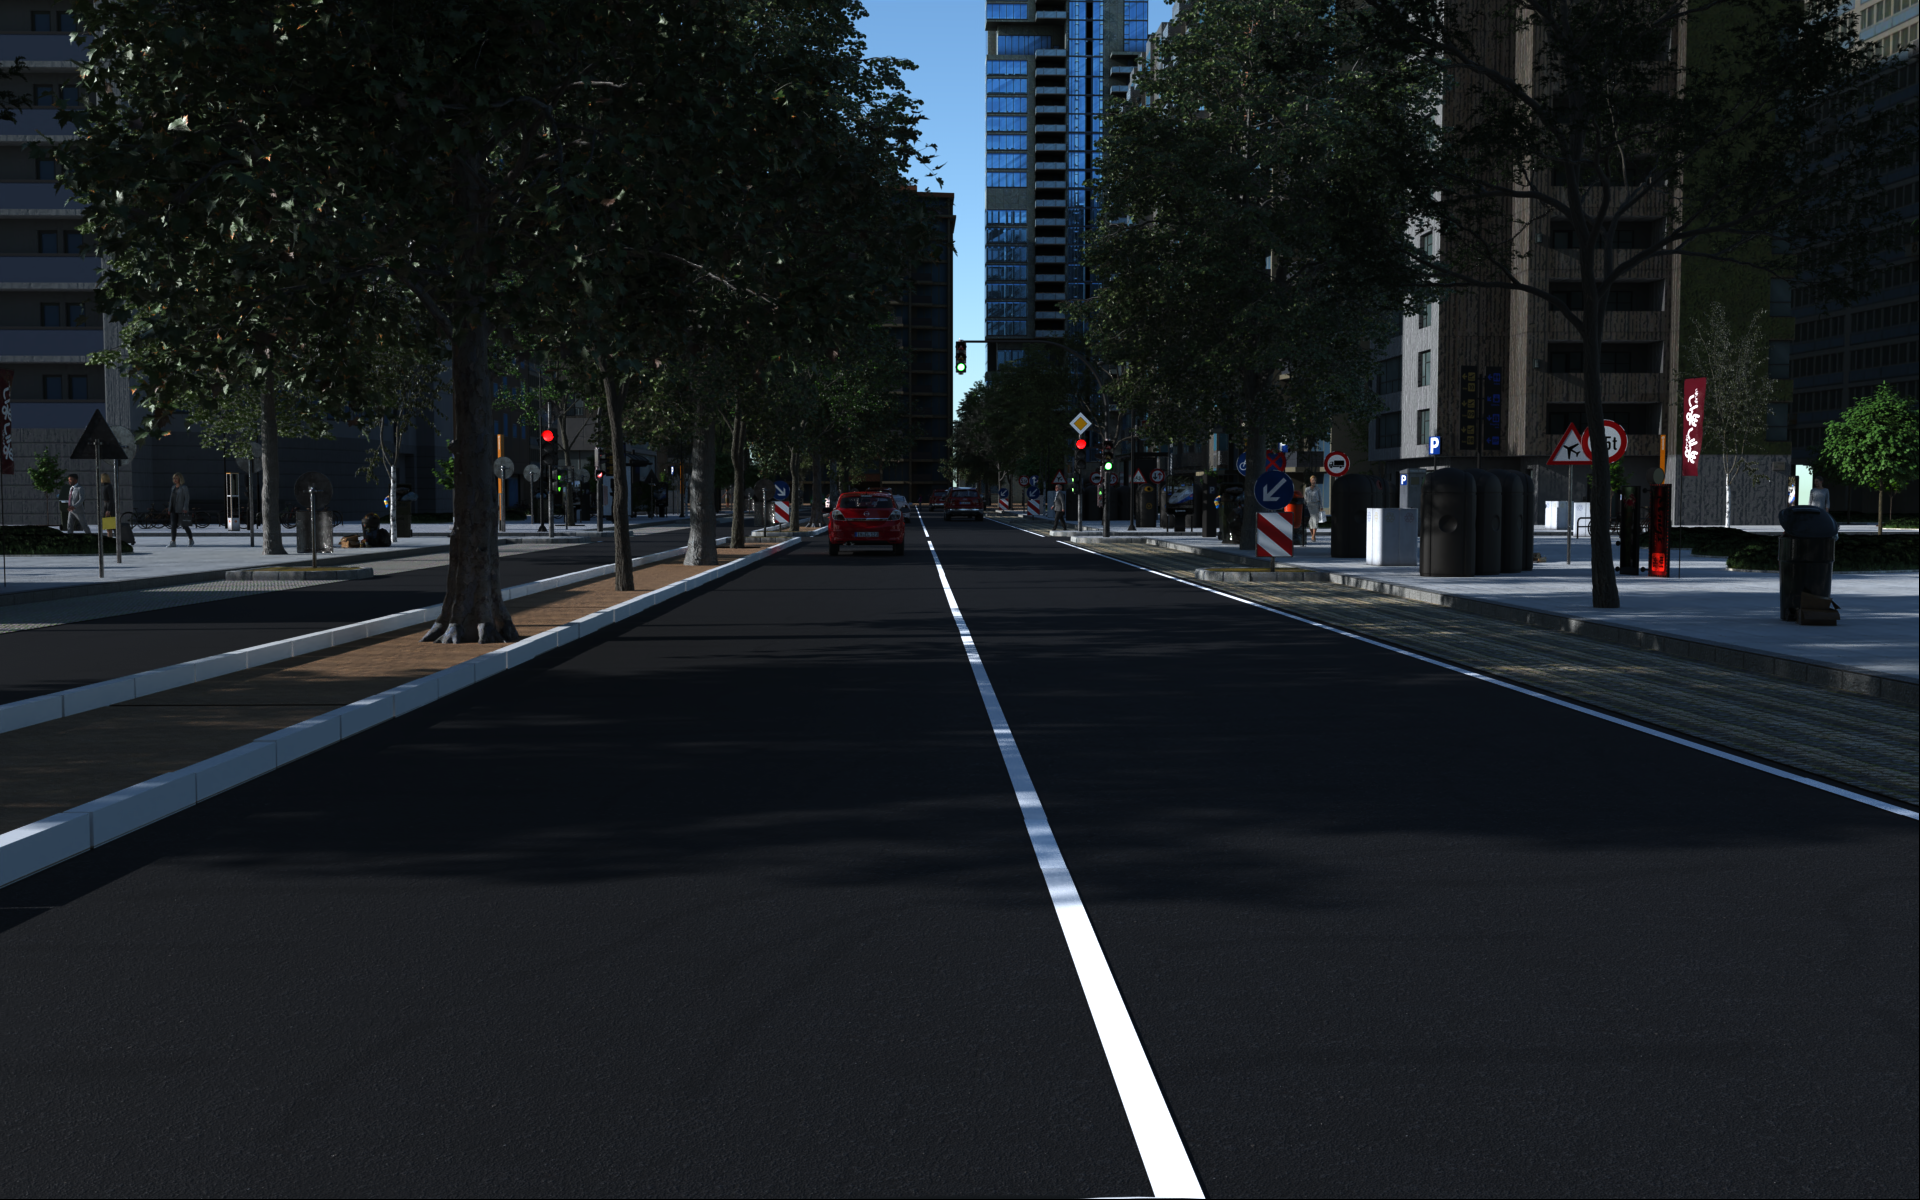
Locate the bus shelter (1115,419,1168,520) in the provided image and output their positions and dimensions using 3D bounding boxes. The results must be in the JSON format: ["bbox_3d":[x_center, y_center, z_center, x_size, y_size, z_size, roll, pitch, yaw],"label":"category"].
[{"bbox_3d":[9.399,-6.918,90.741,2.179,5.291,8.768,0,4,-1],"label":"bus shelter"}]

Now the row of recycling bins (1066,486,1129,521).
[{"bbox_3d":[6.798,-4.691,83.818,3.534,1.692,1.069,-2,4,-24],"label":"row of recycling bins"}]

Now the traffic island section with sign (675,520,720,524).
[{"bbox_3d":[-12.647,-4.591,83.696,1.989,1.847,2.006,0,4,-2],"label":"traffic island section with sign"}]

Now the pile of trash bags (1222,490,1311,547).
[{"bbox_3d":[7.935,-2.076,43.697,1.912,1.369,3.447,-1,4,-10],"label":"pile of trash bags"}]

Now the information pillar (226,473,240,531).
[{"bbox_3d":[-25.175,-3.394,59.992,0.304,2.012,0.304,3,5,40],"label":"information pillar"}]

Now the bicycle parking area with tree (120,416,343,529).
[{"bbox_3d":[-27.830,-4.878,66.766,9.016,4.147,8.231,0,4,4],"label":"bicycle parking area with tree"}]

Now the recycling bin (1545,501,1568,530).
[{"bbox_3d":[21.687,-3.065,62.666,0.722,1.027,0.722,-1,4,-21],"label":"recycling bin"}]

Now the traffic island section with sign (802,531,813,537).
[{"bbox_3d":[-6.058,-3.104,58.891,2.006,1.907,1.989,0,4,-2],"label":"traffic island section with sign"}]

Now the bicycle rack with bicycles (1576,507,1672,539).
[{"bbox_3d":[19.142,-2.200,49.355,2.925,0.926,2.852,-2,4,-27],"label":"bicycle rack with bicycles"}]

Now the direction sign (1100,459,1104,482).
[{"bbox_3d":[8.114,-6.481,97.953,0.379,3.537,0.876,2,4,28],"label":"direction sign"}]

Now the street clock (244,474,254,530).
[{"bbox_3d":[-25.264,-3.486,61.564,0.358,2.002,0.471,-2,4,-29],"label":"street clock"}]

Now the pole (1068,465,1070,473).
[{"bbox_3d":[7.635,-7.807,121.493,0.158,3.312,0.155,0,3,0],"label":"pole"}]

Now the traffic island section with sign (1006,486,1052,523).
[{"bbox_3d":[3.435,-4.665,84.900,1.989,1.847,2.006,0,4,-2],"label":"traffic island section with sign"}]

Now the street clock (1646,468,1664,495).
[{"bbox_3d":[19.015,-2.620,47.406,0.471,2.002,0.358,-2,4,-29],"label":"street clock"}]

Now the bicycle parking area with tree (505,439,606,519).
[{"bbox_3d":[-22.444,-6.469,92.774,9.016,4.147,8.231,0,4,3],"label":"bicycle parking area with tree"}]

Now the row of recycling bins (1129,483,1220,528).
[{"bbox_3d":[8.433,-3.617,66.244,3.534,1.692,1.069,1,4,20],"label":"row of recycling bins"}]

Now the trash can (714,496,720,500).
[{"bbox_3d":[-17.612,-6.902,124.503,0.748,1.137,0.748,0,3,0],"label":"trash can"}]

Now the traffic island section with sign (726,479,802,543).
[{"bbox_3d":[-5.860,-2.651,51.486,2.006,1.907,1.989,0,4,-2],"label":"traffic island section with sign"}]

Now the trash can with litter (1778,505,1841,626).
[{"bbox_3d":[8.544,-0.359,17.253,0.624,1.170,1.055,1,4,12],"label":"trash can with litter"}]

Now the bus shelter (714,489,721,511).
[{"bbox_3d":[-18.577,-8.403,128.666,1.731,3.624,6.357,0,4,-2],"label":"bus shelter"}]

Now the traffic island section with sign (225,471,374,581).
[{"bbox_3d":[-11.127,-1.272,29.432,1.989,1.847,2.006,0,4,-2],"label":"traffic island section with sign"}]

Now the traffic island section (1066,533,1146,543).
[{"bbox_3d":[4.370,-1.789,51.534,2.009,0.180,2.903,0,4,-2],"label":"traffic island section"}]

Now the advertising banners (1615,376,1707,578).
[{"bbox_3d":[10.804,-1.868,26.729,0.090,3.025,2.074,-1,4,-13],"label":"advertising banners"}]

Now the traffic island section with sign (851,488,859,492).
[{"bbox_3d":[-8.177,-7.698,133.999,2.006,1.907,1.989,0,4,-2],"label":"traffic island section with sign"}]

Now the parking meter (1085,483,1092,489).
[{"bbox_3d":[6.726,-5.184,90.471,0.255,1.863,0.399,2,4,30],"label":"parking meter"}]

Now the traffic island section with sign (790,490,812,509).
[{"bbox_3d":[-14.841,-9.337,161.293,1.989,1.847,2.006,0,4,-2],"label":"traffic island section with sign"}]

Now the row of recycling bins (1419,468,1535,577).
[{"bbox_3d":[8.464,-1.283,28.095,1.069,1.692,3.534,3,4,37],"label":"row of recycling bins"}]

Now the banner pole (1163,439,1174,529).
[{"bbox_3d":[7.777,-4.531,64.103,0.401,3.779,0.863,0,4,-7],"label":"banner pole"}]

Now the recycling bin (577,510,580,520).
[{"bbox_3d":[-18.653,-4.413,84.712,0.722,1.027,0.722,0,4,6],"label":"recycling bin"}]

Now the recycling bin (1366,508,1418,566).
[{"bbox_3d":[7.759,-1.135,31.113,0.722,1.027,0.722,0,4,-6],"label":"recycling bin"}]

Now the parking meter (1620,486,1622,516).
[{"bbox_3d":[19.705,-2.616,51.190,0.372,1.533,0.369,0,3,0],"label":"parking meter"}]

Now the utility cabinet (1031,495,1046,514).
[{"bbox_3d":[4.943,-5.999,109.239,1.020,1.237,0.306,-3,5,-42],"label":"utility cabinet"}]

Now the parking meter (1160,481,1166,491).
[{"bbox_3d":[9.212,-4.449,78.447,0.255,1.863,0.399,1,4,16],"label":"parking meter"}]

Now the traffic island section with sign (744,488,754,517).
[{"bbox_3d":[-13.415,-6.239,110.640,1.989,1.847,2.006,0,4,-2],"label":"traffic island section with sign"}]

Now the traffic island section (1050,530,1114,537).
[{"bbox_3d":[4.146,-2.277,59.516,2.009,0.180,2.903,0,4,-2],"label":"traffic island section"}]

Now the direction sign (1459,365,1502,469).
[{"bbox_3d":[9.205,-2.367,30.701,0.876,3.537,0.379,-1,4,-21],"label":"direction sign"}]

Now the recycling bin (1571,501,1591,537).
[{"bbox_3d":[18.865,-2.413,51.999,0.722,1.027,0.722,2,4,31],"label":"recycling bin"}]

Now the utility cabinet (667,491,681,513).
[{"bbox_3d":[-18.733,-6.382,113.022,1.173,1.500,0.318,-2,4,-34],"label":"utility cabinet"}]

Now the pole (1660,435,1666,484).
[{"bbox_3d":[24.217,-4.031,59.745,0.158,3.312,0.155,0,3,0],"label":"pole"}]

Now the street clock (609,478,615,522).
[{"bbox_3d":[-16.017,-4.614,80.011,0.358,2.002,0.471,-1,4,-14],"label":"street clock"}]

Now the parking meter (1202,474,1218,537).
[{"bbox_3d":[7.425,-2.799,51.467,0.399,1.863,0.255,-2,4,-26],"label":"parking meter"}]

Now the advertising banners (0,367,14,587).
[{"bbox_3d":[-13.156,-1.663,23.373,0.090,3.025,2.074,0,4,-6],"label":"advertising banners"}]

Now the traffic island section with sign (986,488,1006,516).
[{"bbox_3d":[2.678,-6.323,112.001,1.989,1.847,2.006,0,4,-2],"label":"traffic island section with sign"}]

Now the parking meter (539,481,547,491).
[{"bbox_3d":[-18.692,-4.406,77.750,0.255,1.863,0.399,-2,4,-33],"label":"parking meter"}]

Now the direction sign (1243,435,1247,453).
[{"bbox_3d":[10.765,-4.440,64.597,0.379,3.537,0.876,-1,4,-18],"label":"direction sign"}]

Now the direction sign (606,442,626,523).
[{"bbox_3d":[-15.040,-5.122,75.739,0.876,3.537,0.379,-1,4,-23],"label":"direction sign"}]

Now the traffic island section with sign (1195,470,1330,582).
[{"bbox_3d":[5.006,-1.250,29.072,1.989,1.847,2.006,0,4,-2],"label":"traffic island section with sign"}]

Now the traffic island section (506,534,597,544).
[{"bbox_3d":[-12.065,-1.761,51.079,2.009,0.180,2.903,0,4,-2],"label":"traffic island section"}]

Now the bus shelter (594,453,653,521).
[{"bbox_3d":[-16.608,-5.617,85.753,2.014,3.302,5.546,0,4,-2],"label":"bus shelter"}]

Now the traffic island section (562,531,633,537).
[{"bbox_3d":[-12.289,-2.250,59.060,2.009,0.180,2.903,0,4,-2],"label":"traffic island section"}]

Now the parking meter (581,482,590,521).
[{"bbox_3d":[-17.948,-4.727,83.000,0.255,1.863,0.399,2,4,32],"label":"parking meter"}]

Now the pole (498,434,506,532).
[{"bbox_3d":[-15.692,-4.001,59.267,0.158,3.312,0.155,0,3,0],"label":"pole"}]

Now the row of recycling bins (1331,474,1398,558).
[{"bbox_3d":[8.364,-1.783,36.262,1.069,1.692,3.534,1,4,20],"label":"row of recycling bins"}]

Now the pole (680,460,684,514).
[{"bbox_3d":[-16.691,-6.743,104.087,0.158,3.312,0.155,0,3,0],"label":"pole"}]
